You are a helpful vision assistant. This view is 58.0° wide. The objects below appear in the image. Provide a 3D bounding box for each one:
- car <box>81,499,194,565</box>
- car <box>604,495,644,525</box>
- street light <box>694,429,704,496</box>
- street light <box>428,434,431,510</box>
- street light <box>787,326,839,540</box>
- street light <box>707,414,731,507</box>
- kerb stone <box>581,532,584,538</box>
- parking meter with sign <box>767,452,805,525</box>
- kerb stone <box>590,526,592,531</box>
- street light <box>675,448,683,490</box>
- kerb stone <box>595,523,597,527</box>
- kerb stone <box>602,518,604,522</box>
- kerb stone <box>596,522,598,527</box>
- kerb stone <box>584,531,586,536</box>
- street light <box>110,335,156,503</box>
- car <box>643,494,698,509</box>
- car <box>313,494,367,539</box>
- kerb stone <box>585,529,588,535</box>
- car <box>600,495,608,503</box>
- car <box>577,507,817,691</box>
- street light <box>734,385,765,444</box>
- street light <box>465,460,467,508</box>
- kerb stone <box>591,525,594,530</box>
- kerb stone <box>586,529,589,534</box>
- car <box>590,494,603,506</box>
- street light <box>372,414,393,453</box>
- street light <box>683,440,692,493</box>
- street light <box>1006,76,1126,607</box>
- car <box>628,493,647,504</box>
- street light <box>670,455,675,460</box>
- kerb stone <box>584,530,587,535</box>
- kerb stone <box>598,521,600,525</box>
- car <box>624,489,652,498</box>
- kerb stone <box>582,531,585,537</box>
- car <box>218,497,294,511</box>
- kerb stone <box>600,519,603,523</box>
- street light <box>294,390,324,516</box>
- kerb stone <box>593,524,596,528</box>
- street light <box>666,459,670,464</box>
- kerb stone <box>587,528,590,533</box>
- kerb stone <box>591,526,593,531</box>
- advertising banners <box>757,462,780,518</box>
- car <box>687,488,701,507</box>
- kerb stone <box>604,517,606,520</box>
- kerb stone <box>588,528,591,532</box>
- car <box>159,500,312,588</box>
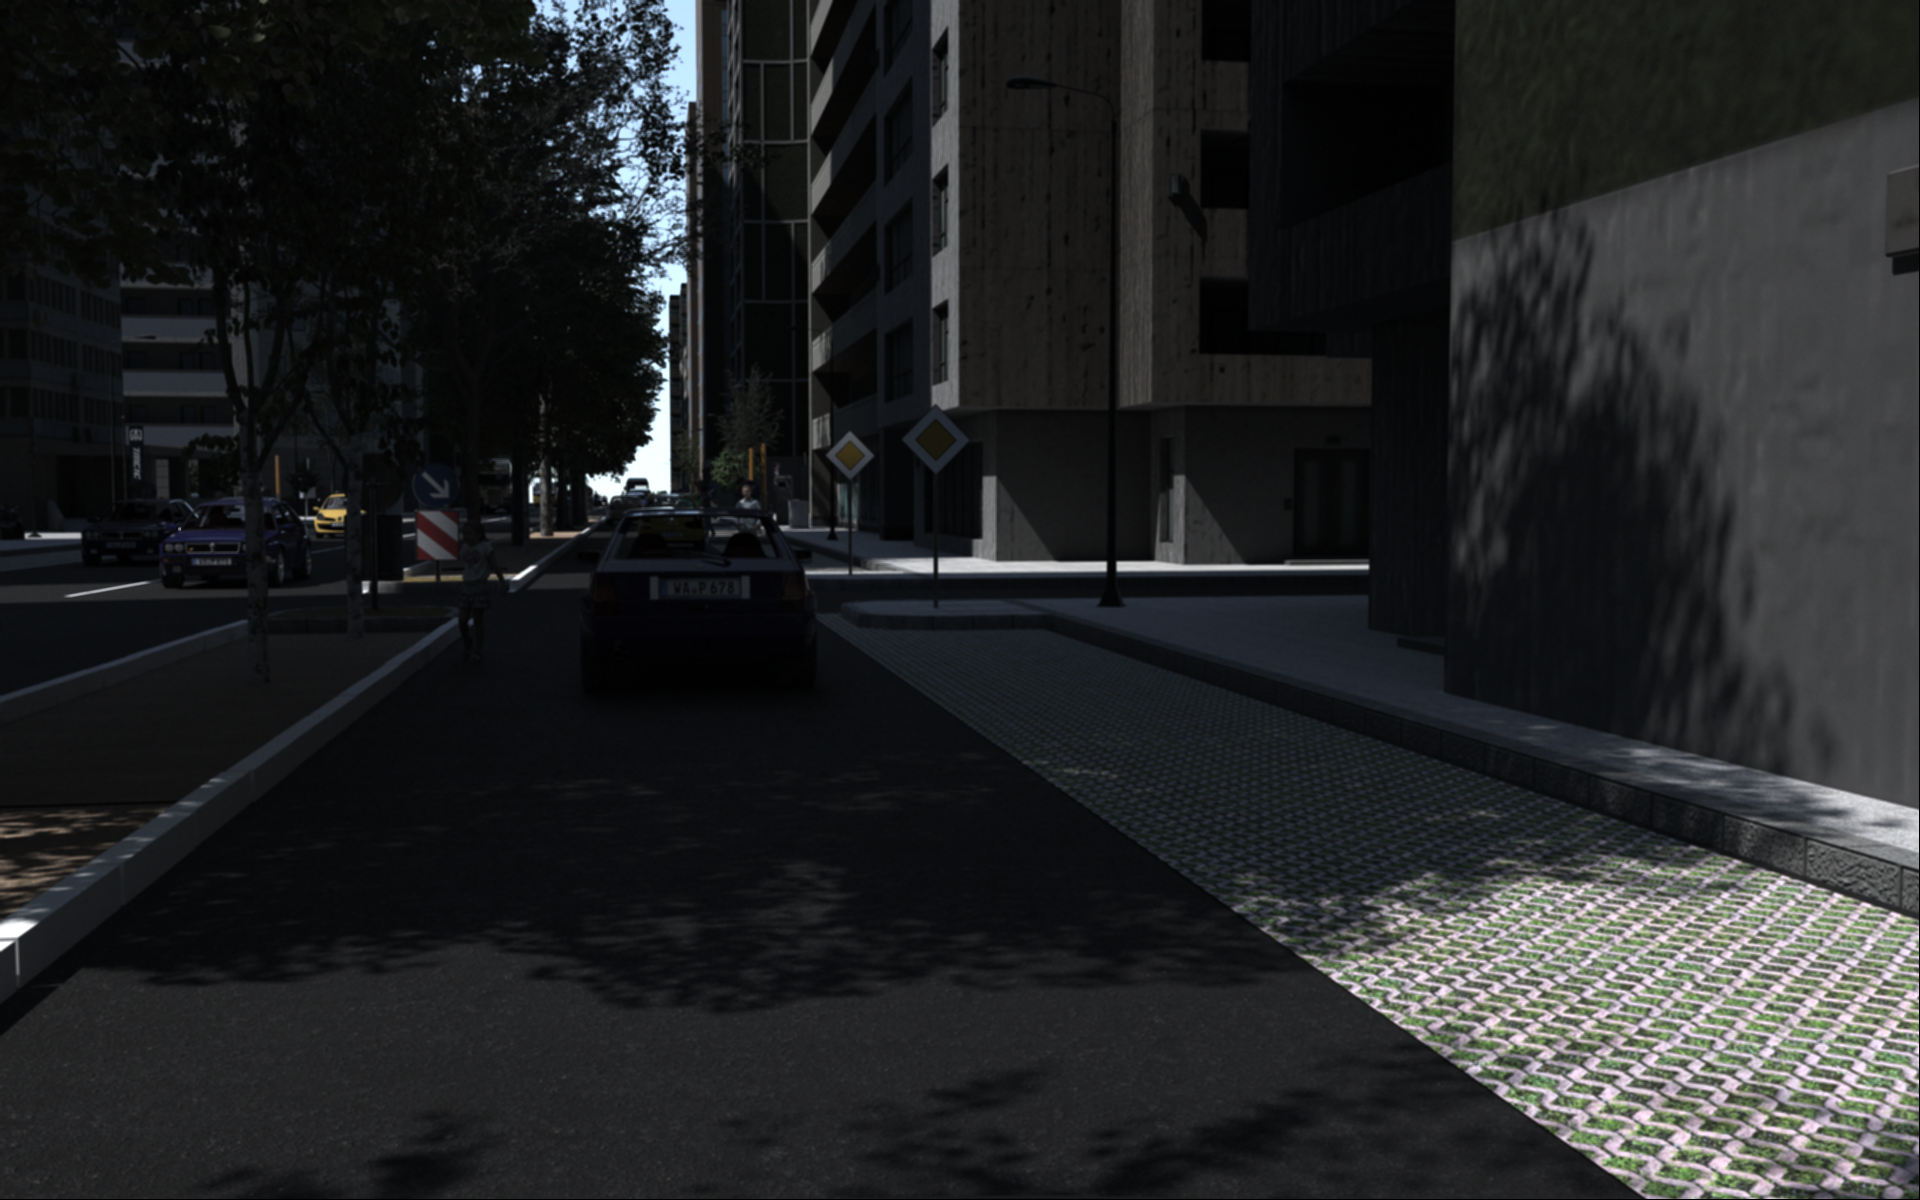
[{"bbox_3d":[-16.996,-1.439,36.116,1.945,1.354,3.894,-1,4,-12],"label":"car"},{"bbox_3d":[-15.931,-4.301,82.689,2.083,1.381,4.827,-1,4,-10],"label":"car"},{"bbox_3d":[-18.057,-9.230,123.452,1.470,5.913,1.316,-1,4,-10],"label":"street light"},{"bbox_3d":[-38.362,-9.441,126.907,1.470,5.913,1.316,-1,4,-10],"label":"street light"},{"bbox_3d":[-4.091,-4.618,48.040,1.470,5.913,1.316,-1,4,-10],"label":"street light"},{"bbox_3d":[-13.991,-7.863,101.099,1.470,5.913,1.316,-1,4,-10],"label":"street light"},{"bbox_3d":[-11.968,-1.970,54.405,0.120,0.150,1.000,-1,4,-10],"label":"kerb stone"},{"bbox_3d":[-7.285,-4.614,71.694,1.738,3.016,0.543,0,4,-3],"label":"parking meter with sign"},{"bbox_3d":[-13.650,-2.520,63.490,0.120,0.150,1.000,-1,4,-10],"label":"kerb stone"},{"bbox_3d":[-27.954,-12.473,176.469,1.470,5.913,1.316,-1,4,-10],"label":"street light"},{"bbox_3d":[-14.959,-2.957,70.538,0.120,0.150,1.000,-1,4,-10],"label":"kerb stone"},{"bbox_3d":[-17.393,-3.757,83.629,0.120,0.150,1.000,-1,4,-10],"label":"kerb stone"},{"bbox_3d":[-15.331,-3.080,72.559,0.120,0.150,1.000,-1,4,-10],"label":"kerb stone"},{"bbox_3d":[-12.333,-2.091,56.422,0.120,0.150,1.000,-1,4,-10],"label":"kerb stone"},{"bbox_3d":[-24.153,-4.773,50.581,1.470,5.913,1.316,-1,4,-10],"label":"street light"},{"bbox_3d":[-7.559,-2.140,45.218,2.015,1.641,3.980,-1,4,-11],"label":"car"},{"bbox_3d":[-20.194,-2.871,57.162,2.015,1.641,3.980,-1,4,-12],"label":"car"},{"bbox_3d":[-12.711,-2.216,58.431,0.120,0.150,1.000,-1,4,-10],"label":"kerb stone"},{"bbox_3d":[-50.794,-14.232,245.277,1.945,1.354,3.894,-1,4,-12],"label":"car"},{"bbox_3d":[-2.136,-0.090,14.059,1.945,1.354,3.894,-1,4,-9],"label":"car"},{"bbox_3d":[-8.959,-6.224,74.304,1.470,5.913,1.316,-1,4,-10],"label":"street light"},{"bbox_3d":[-43.417,-11.104,154.097,1.470,5.913,1.316,-1,4,-10],"label":"street light"},{"bbox_3d":[-14.023,-2.647,65.500,0.120,0.150,1.000,-1,4,-10],"label":"kerb stone"},{"bbox_3d":[-12.902,-2.278,59.450,0.120,0.150,1.000,-1,4,-10],"label":"kerb stone"},{"bbox_3d":[-44.257,-12.228,209.716,2.009,1.686,4.222,-1,4,-10],"label":"car"},{"bbox_3d":[-33.302,-7.790,99.907,1.470,5.913,1.316,-1,4,-10],"label":"street light"},{"bbox_3d":[-22.967,-10.836,149.708,1.470,5.913,1.316,-1,4,-10],"label":"street light"},{"bbox_3d":[1.199,-2.875,19.541,1.470,5.913,1.316,-1,4,-10],"label":"street light"},{"bbox_3d":[-21.848,-6.563,116.889,1.945,1.707,3.694,-1,4,-11],"label":"car"},{"bbox_3d":[-33.227,-14.204,204.780,1.470,5.913,1.316,-1,4,-10],"label":"street light"},{"bbox_3d":[-12.524,-2.154,57.426,0.120,0.150,1.000,-1,4,-10],"label":"kerb stone"},{"bbox_3d":[-15.908,-3.263,75.579,0.120,0.150,1.000,-1,4,-10],"label":"kerb stone"},{"bbox_3d":[-23.143,-7.134,125.309,2.281,1.827,5.304,-1,4,-11],"label":"car"},{"bbox_3d":[-12.149,-2.028,55.413,0.120,0.150,1.000,-1,4,-10],"label":"kerb stone"},{"bbox_3d":[-18.093,-1.925,43.837,2.083,1.381,4.827,-1,4,-9],"label":"car"},{"bbox_3d":[-16.827,-3.573,80.607,0.120,0.150,1.000,-1,4,-10],"label":"kerb stone"},{"bbox_3d":[-29.199,-6.428,77.634,1.470,5.913,1.316,-1,4,-10],"label":"street light"},{"bbox_3d":[-14.590,-2.833,68.517,0.120,0.150,1.000,-1,4,-10],"label":"kerb stone"},{"bbox_3d":[-38.278,-15.870,232.016,1.470,5.913,1.316,-1,4,-10],"label":"street light"},{"bbox_3d":[-13.084,-2.341,60.463,0.120,0.150,1.000,-1,4,-10],"label":"kerb stone"},{"bbox_3d":[-13.832,-2.587,64.496,0.120,0.150,1.000,-1,4,-10],"label":"kerb stone"},{"bbox_3d":[-10.491,-5.966,93.725,0.090,3.025,2.074,3,5,43],"label":"advertising banners"},{"bbox_3d":[-17.550,-6.334,112.357,1.959,1.807,4.718,-1,4,-12],"label":"car"},{"bbox_3d":[-18.141,-4.004,87.663,0.120,0.150,1.000,-1,4,-10],"label":"kerb stone"},{"bbox_3d":[-13.280,-2.395,61.473,0.120,0.150,1.000,-1,4,-10],"label":"kerb stone"},{"bbox_3d":[-11.575,-0.931,27.799,1.945,1.354,3.894,-1,4,-11],"label":"car"}]
